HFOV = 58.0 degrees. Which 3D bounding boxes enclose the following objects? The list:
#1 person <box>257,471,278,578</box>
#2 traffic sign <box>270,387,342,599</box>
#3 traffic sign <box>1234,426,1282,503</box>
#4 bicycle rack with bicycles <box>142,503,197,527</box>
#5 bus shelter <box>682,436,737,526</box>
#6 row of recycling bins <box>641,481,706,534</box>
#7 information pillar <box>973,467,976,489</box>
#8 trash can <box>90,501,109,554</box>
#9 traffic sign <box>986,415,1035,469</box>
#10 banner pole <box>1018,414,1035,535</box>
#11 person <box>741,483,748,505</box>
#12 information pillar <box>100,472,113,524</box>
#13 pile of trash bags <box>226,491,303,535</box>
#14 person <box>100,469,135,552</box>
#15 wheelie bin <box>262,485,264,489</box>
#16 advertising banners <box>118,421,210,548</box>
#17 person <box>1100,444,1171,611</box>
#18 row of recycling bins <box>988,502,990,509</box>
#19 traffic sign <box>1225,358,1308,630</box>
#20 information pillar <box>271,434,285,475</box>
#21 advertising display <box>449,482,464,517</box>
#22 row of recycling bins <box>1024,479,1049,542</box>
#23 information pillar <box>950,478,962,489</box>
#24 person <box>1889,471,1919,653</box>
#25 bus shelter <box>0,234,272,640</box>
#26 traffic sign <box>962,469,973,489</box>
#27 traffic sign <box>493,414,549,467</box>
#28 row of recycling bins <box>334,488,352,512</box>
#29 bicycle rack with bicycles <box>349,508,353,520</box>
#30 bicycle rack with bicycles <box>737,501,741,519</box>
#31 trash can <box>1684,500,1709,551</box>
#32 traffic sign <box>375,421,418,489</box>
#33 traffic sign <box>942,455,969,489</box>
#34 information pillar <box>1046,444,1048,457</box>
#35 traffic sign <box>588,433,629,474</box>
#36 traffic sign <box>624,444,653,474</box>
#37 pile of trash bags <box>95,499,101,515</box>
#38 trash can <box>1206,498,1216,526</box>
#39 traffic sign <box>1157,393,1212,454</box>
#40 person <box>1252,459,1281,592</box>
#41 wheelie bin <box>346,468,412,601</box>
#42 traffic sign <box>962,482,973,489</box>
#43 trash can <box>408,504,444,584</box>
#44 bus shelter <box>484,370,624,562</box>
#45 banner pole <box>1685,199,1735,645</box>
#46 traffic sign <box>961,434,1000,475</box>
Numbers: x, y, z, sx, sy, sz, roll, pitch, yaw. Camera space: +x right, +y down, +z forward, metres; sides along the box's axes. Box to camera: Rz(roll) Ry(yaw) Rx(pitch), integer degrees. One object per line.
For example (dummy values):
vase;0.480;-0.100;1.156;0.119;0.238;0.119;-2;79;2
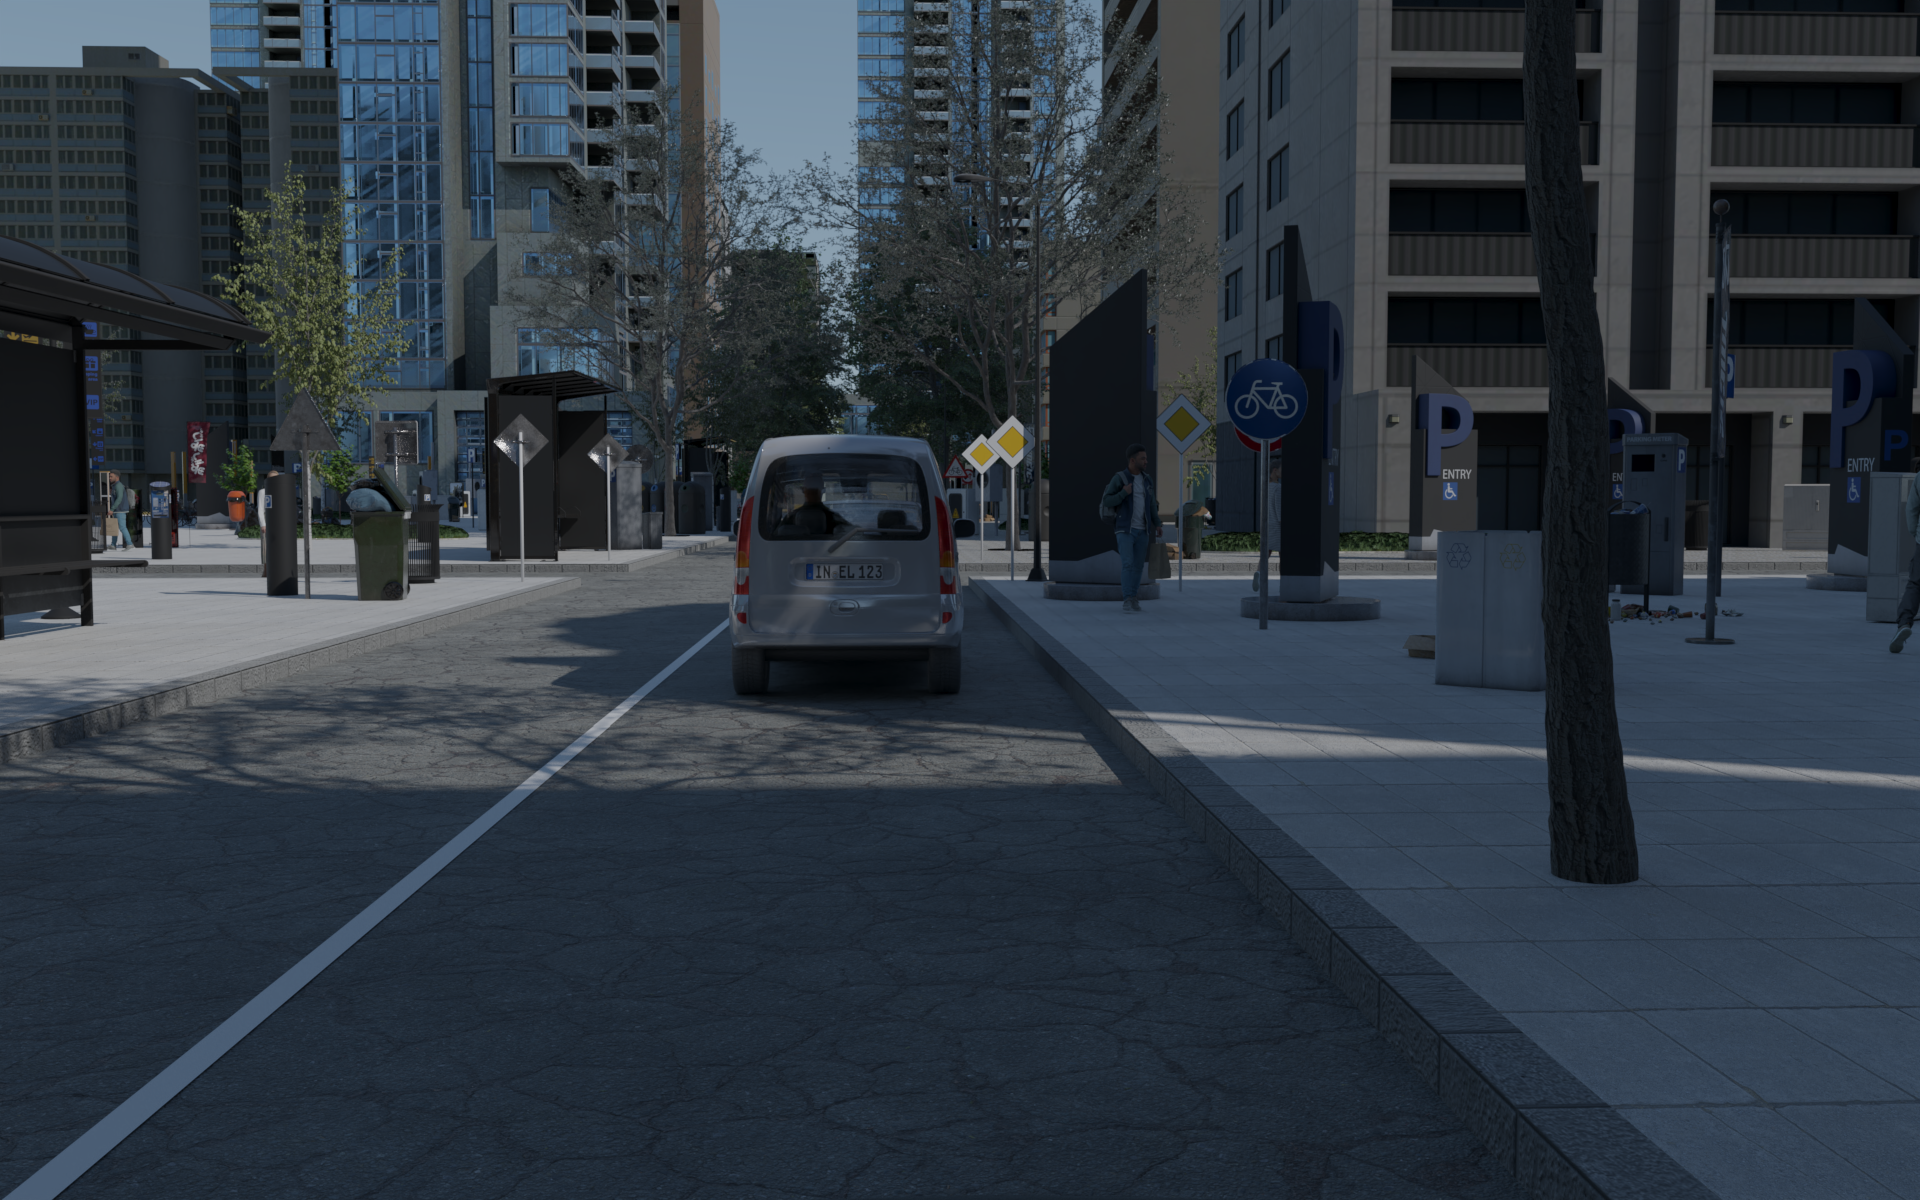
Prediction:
person;-10.888;-1.140;27.368;0.478;1.798;0.641;-3;4;-38
traffic sign;-7.970;-1.290;21.092;0.884;2.594;0.081;0;4;3
traffic sign;3.739;-1.297;21.308;0.768;2.556;0.104;0;4;6
bicycle rack with bicycles;-33.603;-3.638;72.867;2.852;0.926;2.925;2;4;30
bus shelter;-10.473;-4.979;72.694;1.731;3.624;6.357;0;4;-3
row of recycling bins;-9.468;-3.015;56.403;1.069;1.692;3.534;-3;5;-43
information pillar;0.856;-5.803;86.236;0.504;3.616;0.183;0;4;-4
trash can;-18.692;-1.565;37.241;0.748;1.137;0.748;0;3;0
traffic sign;0.793;-1.426;25.506;0.795;2.593;0.064;0;4;-3
banner pole;2.032;-3.901;53.793;0.863;3.779;0.401;3;5;41
person;-9.286;-4.238;75.684;0.601;1.785;0.444;3;4;37
information pillar;-27.940;-3.198;56.773;0.304;2.012;0.304;1;4;10
pile of trash bags;-21.836;-2.717;54.172;1.912;1.369;3.447;0;4;7
person;-18.690;-1.980;38.401;0.713;1.824;0.794;-1;4;-10
wheelie bin;-23.260;-3.107;58.715;0.980;1.594;0.693;-3;5;-45
advertising banners;-18.979;-2.761;41.333;2.074;3.025;0.090;-1;4;-23
person;1.930;-0.781;18.796;0.794;1.824;0.713;-1;4;-10
row of recycling bins;2.885;-6.110;107.017;3.534;1.692;1.069;0;4;-2
traffic sign;2.879;-0.994;16.352;0.768;2.556;0.104;0;4;6
information pillar;-26.435;-4.634;67.121;0.504;3.616;0.183;-1;4;-19
advertising display;-27.622;-5.497;95.089;0.974;1.923;0.123;2;4;29
row of recycling bins;2.492;-2.521;48.328;1.069;1.692;3.534;0;4;7
information pillar;-0.129;-3.393;59.974;0.304;2.012;0.304;-2;4;-32
person;7.871;-0.440;13.729;0.515;1.767;0.782;-3;4;-38
bus shelter;-7.659;-1.248;14.326;2.014;3.302;5.546;0;4;-3
traffic sign;0.392;-5.301;86.784;0.768;2.556;0.104;0;4;1
traffic sign;-6.395;-1.408;25.211;0.795;2.593;0.064;0;4;-3
row of recycling bins;-33.591;-5.337;94.377;1.069;1.692;3.534;-1;4;-19
bicycle rack with bicycles;-27.123;-4.087;80.202;2.852;0.926;2.925;-1;4;-17
bicycle rack with bicycles;-10.863;-4.702;90.262;2.925;0.926;2.852;1;4;13
trash can;16.784;-1.700;39.444;0.748;1.137;0.748;0;3;0
traffic sign;-7.877;-1.351;24.226;0.606;2.300;0.079;0;4;5
traffic sign;-0.144;-3.489;57.052;0.884;2.594;0.081;0;4;5
information pillar;4.069;-5.484;81.021;0.183;3.616;0.504;0;4;2
traffic sign;-6.746;-1.896;33.188;0.795;2.593;0.064;0;4;-3
traffic sign;-8.213;-2.701;44.269;0.768;2.556;0.104;0;4;5
pile of trash bags;-49.996;-5.661;102.309;3.447;1.369;1.912;0;4;7
trash can;10.305;-3.585;70.265;0.748;1.137;0.748;0;3;0
traffic sign;2.920;-1.406;22.715;0.795;2.593;0.064;0;3;0
person;4.083;-0.959;22.478;0.466;1.731;0.760;3;4;37
wheelie bin;-7.030;-0.800;20.989;0.693;1.594;0.980;-1;4;-10
traffic sign;0.296;-5.977;97.724;0.884;2.594;0.081;0;4;0
trash can;-7.800;-0.811;24.913;0.748;1.137;0.748;0;3;0
bus shelter;-8.281;-2.726;35.852;1.731;3.624;6.357;0;4;-2
banner pole;6.401;-1.504;14.602;0.401;3.779;0.863;1;4;17
traffic sign;0.442;-1.914;33.483;0.795;2.593;0.064;0;4;-3
